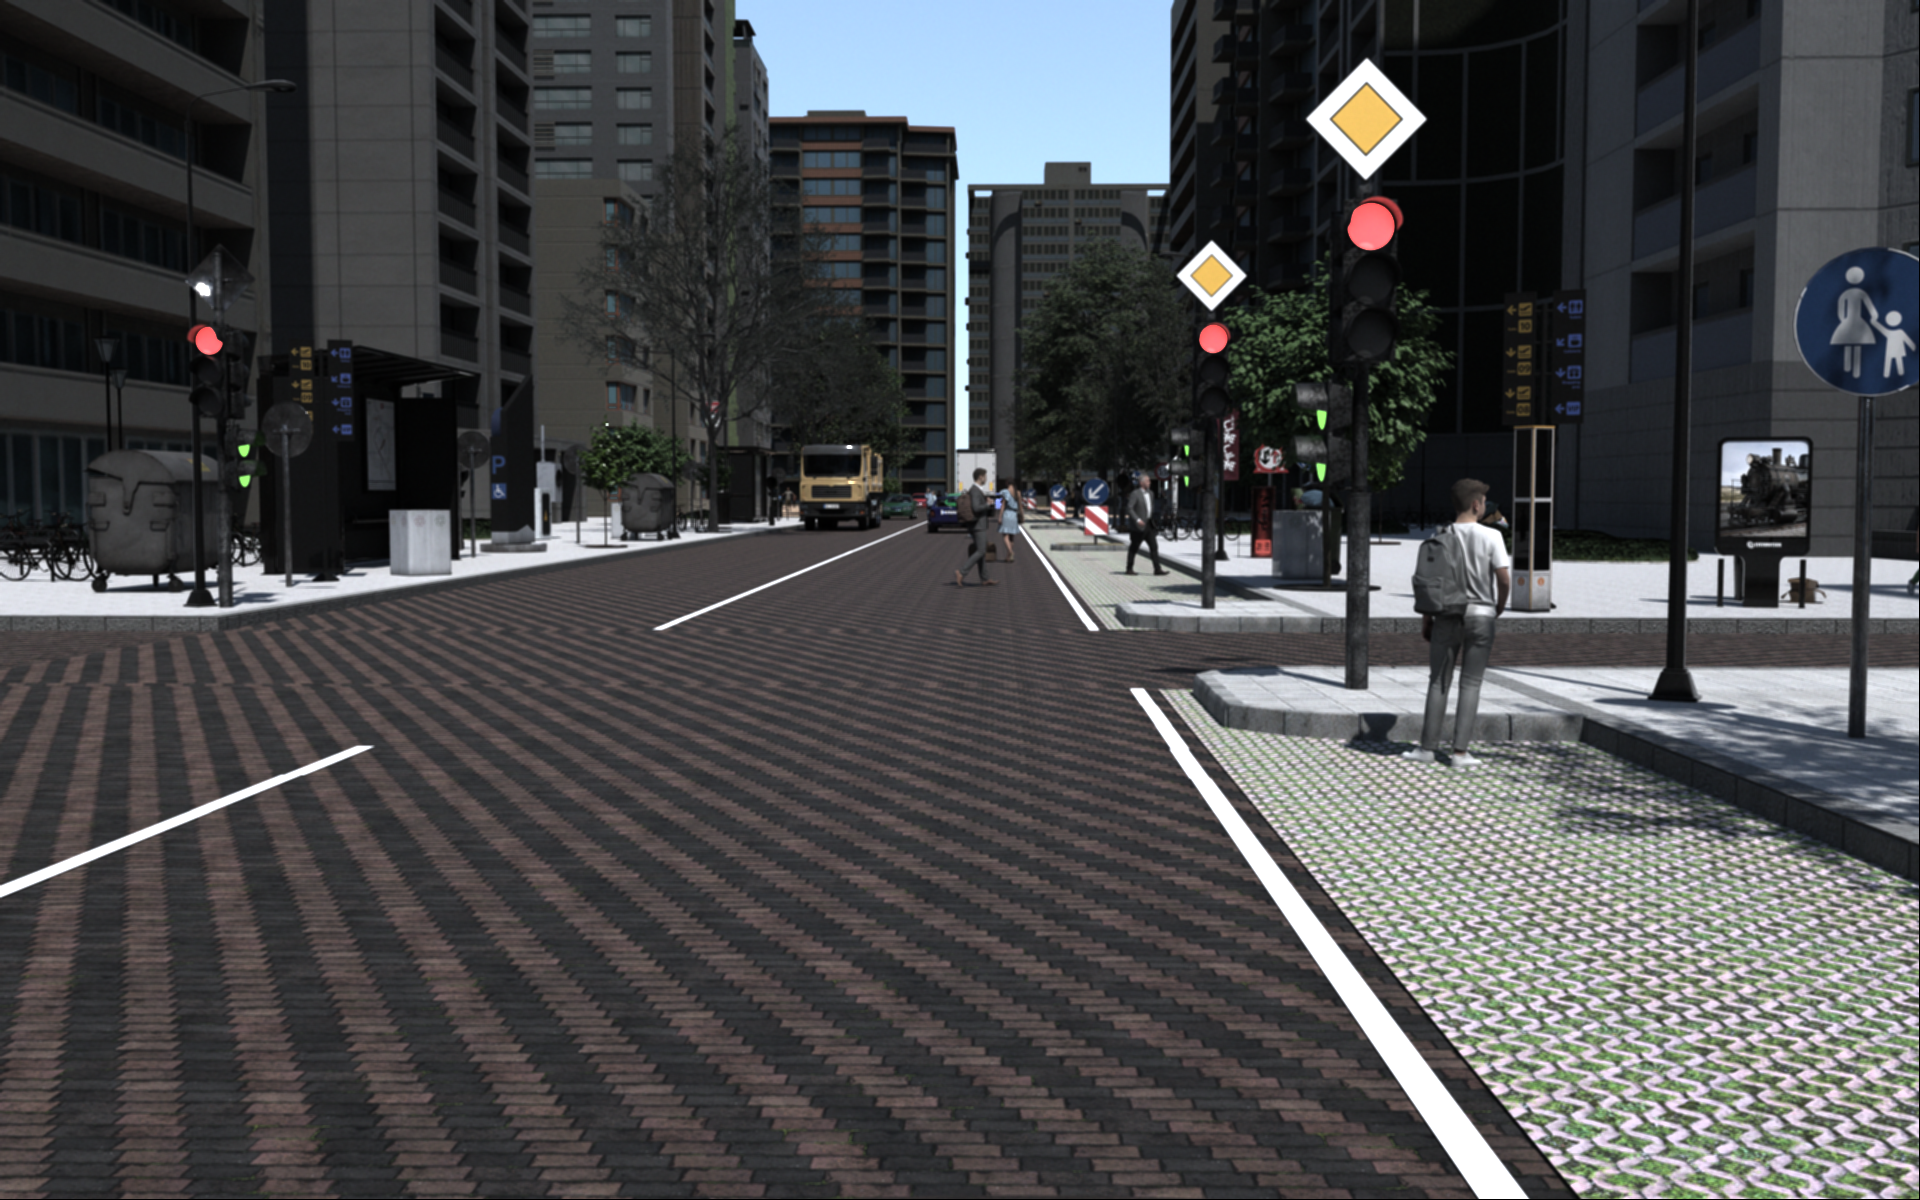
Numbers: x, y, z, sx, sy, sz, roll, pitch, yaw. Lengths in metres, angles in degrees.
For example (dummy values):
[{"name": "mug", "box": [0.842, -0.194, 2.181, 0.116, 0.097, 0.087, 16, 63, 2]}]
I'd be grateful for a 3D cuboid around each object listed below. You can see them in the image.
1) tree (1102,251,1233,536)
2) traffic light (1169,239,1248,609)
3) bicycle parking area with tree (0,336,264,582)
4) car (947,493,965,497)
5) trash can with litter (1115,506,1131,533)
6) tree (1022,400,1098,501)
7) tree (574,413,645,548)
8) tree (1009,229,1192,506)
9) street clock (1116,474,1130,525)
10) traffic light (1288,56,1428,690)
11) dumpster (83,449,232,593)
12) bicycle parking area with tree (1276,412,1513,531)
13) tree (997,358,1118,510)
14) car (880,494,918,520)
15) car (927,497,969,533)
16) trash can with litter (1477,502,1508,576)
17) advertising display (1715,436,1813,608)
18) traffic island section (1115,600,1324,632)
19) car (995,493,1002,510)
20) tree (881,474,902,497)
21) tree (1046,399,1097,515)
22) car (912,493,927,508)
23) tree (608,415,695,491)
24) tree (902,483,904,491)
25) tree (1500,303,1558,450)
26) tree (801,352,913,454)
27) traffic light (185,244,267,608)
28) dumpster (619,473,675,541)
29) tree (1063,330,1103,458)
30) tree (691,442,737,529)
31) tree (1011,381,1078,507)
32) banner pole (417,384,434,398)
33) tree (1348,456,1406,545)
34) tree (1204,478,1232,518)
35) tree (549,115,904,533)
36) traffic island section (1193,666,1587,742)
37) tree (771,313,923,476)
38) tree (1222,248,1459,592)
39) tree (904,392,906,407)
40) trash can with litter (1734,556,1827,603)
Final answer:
[{"name": "tree", "box": [6.549, -6.236, 52.314, 4.360, 8.622, 3.978, 0, 3, 0]}, {"name": "traffic light", "box": [2.762, -1.857, 19.290, 0.839, 4.253, 0.868, 0, 4, 1]}, {"name": "bicycle parking area with tree", "box": [-15.678, -2.565, 28.948, 9.016, 4.147, 8.231, 1, 4, 21]}, {"name": "car", "box": [0.133, -4.038, 74.823, 1.959, 1.807, 4.718, 0, 4, 2]}, {"name": "trash can with litter", "box": [5.562, -2.783, 56.895, 1.055, 1.170, 0.624, 3, 4, 39]}, {"name": "tree", "box": [9.117, -13.706, 158.508, 7.601, 10.594, 8.767, 3, 4, 37]}, {"name": "tree", "box": [-8.382, -2.871, 41.545, 1.663, 3.219, 1.824, 0, 3, 0]}, {"name": "tree", "box": [7.071, -10.909, 85.009, 9.857, 13.997, 8.962, 0, 3, 0]}, {"name": "street clock", "box": [5.767, -3.474, 61.372, 0.471, 2.002, 0.358, 1, 4, 10]}, {"name": "traffic light", "box": [2.596, -1.369, 11.306, 0.839, 4.253, 0.868, 0, 4, 1]}, {"name": "dumpster", "box": [-10.694, -1.065, 23.171, 1.264, 1.857, 1.865, 0, 4, 1]}, {"name": "bicycle parking area with tree", "box": [15.547, -4.638, 62.837, 9.016, 4.147, 8.231, 0, 4, 4]}, {"name": "tree", "box": [7.934, -14.035, 139.845, 12.009, 13.543, 11.850, 0, 3, 0]}, {"name": "car", "box": [-3.436, -5.306, 98.543, 2.131, 1.459, 4.920, 0, 4, 2]}, {"name": "car", "box": [-0.278, -3.192, 64.764, 1.945, 1.354, 3.894, 0, 4, 2]}, {"name": "trash can with litter", "box": [7.475, -0.865, 25.526, 1.055, 1.170, 0.624, -1, 4, -18]}, {"name": "advertising display", "box": [9.057, -0.876, 19.544, 0.974, 1.923, 0.123, 1, 4, 17]}, {"name": "traffic island section", "box": [2.802, 0.176, 19.403, 2.009, 0.180, 2.903, 0, 4, 1]}, {"name": "car", "box": [2.550, -7.455, 131.483, 1.945, 1.707, 3.694, 0, 4, 3]}, {"name": "tree", "box": [-6.717, -9.985, 157.854, 1.663, 3.219, 1.824, 0, 3, 0]}, {"name": "tree", "box": [7.087, -9.544, 106.401, 4.737, 8.622, 4.395, 0, 3, 0]}, {"name": "car", "box": [-3.530, -8.830, 153.404, 2.155, 1.783, 4.494, 0, 4, 1]}, {"name": "tree", "box": [-13.517, -5.377, 71.622, 4.285, 4.588, 4.351, 0, 3, 0]}, {"name": "tree", "box": [-6.171, -10.453, 165.509, 1.663, 3.219, 1.824, 0, 3, 0]}, {"name": "tree", "box": [22.819, -7.030, 65.298, 4.360, 8.622, 3.978, 0, 3, 0]}, {"name": "tree", "box": [-7.068, -11.986, 121.720, 9.928, 11.665, 9.643, 0, 3, 0]}, {"name": "traffic light", "box": [-8.297, -1.870, 19.503, 0.839, 4.253, 0.868, 0, 4, 1]}, {"name": "dumpster", "box": [-8.643, -2.570, 47.782, 1.264, 1.857, 1.865, 0, 4, 1]}, {"name": "tree", "box": [6.897, -7.689, 76.082, 4.360, 8.622, 3.978, 0, 3, 0]}, {"name": "tree", "box": [-9.145, -4.261, 64.273, 1.663, 3.219, 1.824, 0, 3, 0]}, {"name": "tree", "box": [8.470, -15.389, 169.739, 7.486, 12.596, 7.792, 0, 3, 0]}, {"name": "banner pole", "box": [-11.611, -2.913, 37.636, 0.401, 3.779, 0.863, 1, 4, 13]}, {"name": "tree", "box": [10.606, -3.033, 44.185, 1.663, 3.219, 1.824, 0, 3, 0]}, {"name": "tree", "box": [14.036, -6.031, 93.204, 1.663, 3.219, 1.824, 0, 3, 0]}, {"name": "tree", "box": [-8.121, -8.957, 56.816, 12.009, 13.543, 11.850, 0, 3, 0]}, {"name": "traffic island section", "box": [2.636, 0.664, 11.419, 2.009, 0.180, 2.903, 0, 4, 1]}, {"name": "tree", "box": [-7.379, -11.795, 109.858, 9.611, 12.733, 9.660, 0, 3, 0]}, {"name": "tree", "box": [5.044, -2.425, 23.357, 4.285, 4.588, 4.351, 0, 3, 0]}, {"name": "tree", "box": [-7.856, -11.153, 92.715, 12.009, 13.543, 11.850, 0, 3, 0]}, {"name": "trash can with litter", "box": [9.771, -0.568, 20.674, 1.055, 1.170, 0.624, 2, 4, 30]}]
